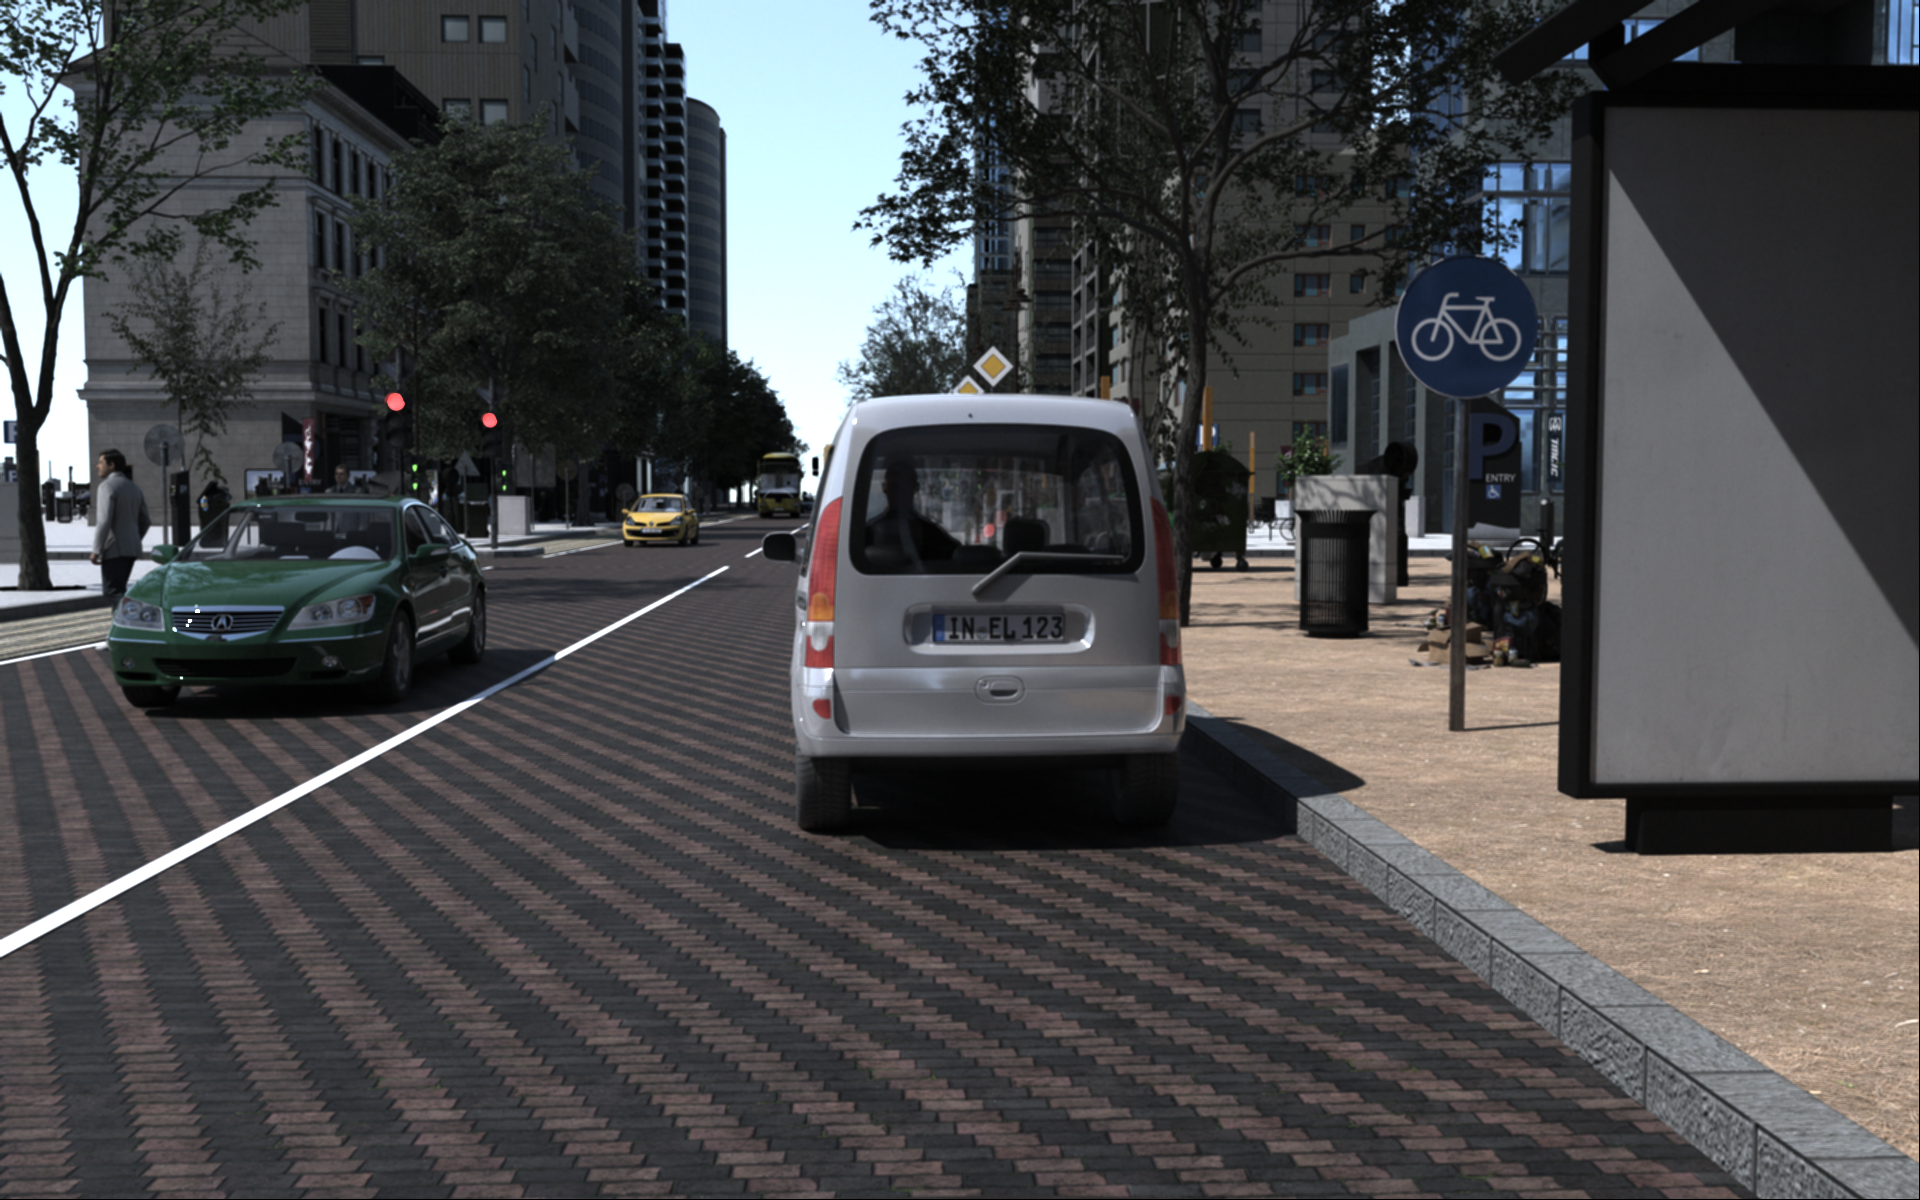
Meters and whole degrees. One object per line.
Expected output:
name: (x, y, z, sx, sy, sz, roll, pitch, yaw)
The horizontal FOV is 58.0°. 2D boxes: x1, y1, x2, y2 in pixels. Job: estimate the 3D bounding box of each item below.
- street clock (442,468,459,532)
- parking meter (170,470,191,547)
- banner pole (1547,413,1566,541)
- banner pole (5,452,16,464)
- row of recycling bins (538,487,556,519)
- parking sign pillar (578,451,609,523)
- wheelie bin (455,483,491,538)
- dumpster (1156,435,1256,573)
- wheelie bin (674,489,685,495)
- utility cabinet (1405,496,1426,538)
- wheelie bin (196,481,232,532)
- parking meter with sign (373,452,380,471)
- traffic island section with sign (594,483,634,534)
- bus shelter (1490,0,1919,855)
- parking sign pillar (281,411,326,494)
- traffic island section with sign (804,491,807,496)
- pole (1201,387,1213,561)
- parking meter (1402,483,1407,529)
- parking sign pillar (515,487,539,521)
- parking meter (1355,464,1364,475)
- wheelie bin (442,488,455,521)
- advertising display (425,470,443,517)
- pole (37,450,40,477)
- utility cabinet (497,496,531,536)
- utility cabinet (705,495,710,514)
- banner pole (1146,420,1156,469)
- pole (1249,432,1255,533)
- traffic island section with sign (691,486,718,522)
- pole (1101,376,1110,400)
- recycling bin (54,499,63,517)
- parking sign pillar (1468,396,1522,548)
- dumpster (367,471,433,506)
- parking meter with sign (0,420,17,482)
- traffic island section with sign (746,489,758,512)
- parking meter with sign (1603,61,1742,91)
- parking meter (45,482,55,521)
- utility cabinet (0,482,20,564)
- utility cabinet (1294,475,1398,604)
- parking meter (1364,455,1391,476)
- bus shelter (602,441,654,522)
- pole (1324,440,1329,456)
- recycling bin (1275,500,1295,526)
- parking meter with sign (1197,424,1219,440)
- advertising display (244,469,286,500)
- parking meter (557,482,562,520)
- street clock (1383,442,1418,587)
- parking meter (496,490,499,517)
street clock: (-14.152, -2.666, 48.163, 0.358, 2.002, 0.471, 2, 4, 24)
parking meter: (-18.933, -2.223, 42.056, 0.255, 1.863, 0.399, 2, 4, 33)
banner pole: (16.294, -3.491, 47.088, 0.401, 3.779, 0.863, -2, 4, -35)
banner pole: (-55.850, -6.858, 102.139, 0.863, 3.779, 0.401, -1, 4, -19)
row of recycling bins: (-21.566, -4.869, 86.728, 1.069, 1.692, 3.534, 2, 4, 24)
parking sign pillar: (-16.284, -5.386, 76.536, 1.447, 3.967, 1.447, 2, 4, 33)
wheelie bin: (-14.130, -2.607, 50.537, 0.980, 1.594, 0.693, -1, 4, -19)
dumpster: (4.041, -1.623, 29.027, 1.502, 2.255, 1.985, 0, 4, -3)
wheelie bin: (-16.193, -5.612, 99.667, 0.693, 1.594, 0.980, -2, 4, -28)
utility cabinet: (13.161, -2.424, 50.801, 0.306, 1.237, 1.020, -2, 4, -34)
wheelie bin: (-17.776, -2.044, 41.327, 0.693, 1.594, 0.980, -1, 4, -10)
parking meter with sign: (-23.371, -4.628, 71.925, 1.738, 3.016, 0.543, -2, 4, -35)
traffic island section with sign: (-12.081, -3.294, 62.486, 1.989, 1.847, 2.006, 0, 4, -3)
bus shelter: (3.085, -0.594, 3.639, 2.014, 3.302, 5.546, 0, 4, -3)
parking sign pillar: (-21.428, -4.166, 56.590, 1.447, 3.967, 1.447, -1, 4, -22)
traffic island section with sign: (-22.261, -14.735, 249.541, 1.989, 1.847, 2.006, 0, 4, -3)
pole: (4.707, -2.393, 32.977, 0.158, 3.312, 0.155, 0, 3, 0)
parking meter: (6.177, -1.000, 24.768, 0.372, 1.533, 0.369, 0, 3, 0)
parking sign pillar: (-20.949, -5.812, 83.500, 1.447, 3.967, 1.447, 2, 4, 28)
parking meter: (7.120, -1.512, 30.430, 0.399, 1.863, 0.255, 1, 4, 23)
wheelie bin: (-16.205, -2.918, 55.625, 0.693, 1.594, 0.980, 1, 4, 21)
advertising display: (-14.007, -2.504, 46.146, 0.123, 1.923, 0.974, -3, 4, -36)
pole: (-42.449, -5.255, 79.757, 0.158, 3.312, 0.155, 0, 3, 0)
utility cabinet: (-13.671, -2.568, 53.152, 1.020, 1.237, 0.306, 1, 4, 20)
utility cabinet: (-16.555, -6.258, 113.476, 0.306, 1.237, 1.020, -1, 4, -10)
banner pole: (6.364, -4.172, 58.229, 0.863, 3.779, 0.401, -3, 4, -36)
pole: (9.554, -3.845, 56.707, 0.158, 3.312, 0.155, 0, 3, 0)
traffic island section with sign: (-13.560, -4.961, 89.734, 1.989, 1.847, 2.006, 0, 4, -3)
pole: (2.516, -2.216, 30.076, 0.158, 3.312, 0.155, 0, 3, 0)
recycling bin: (-50.944, -5.192, 97.439, 0.722, 1.027, 0.722, 3, 5, 45)
parking sign pillar: (12.840, -3.261, 41.783, 1.447, 3.967, 1.447, 0, 4, 7)
dumpster: (-14.353, -2.363, 44.397, 1.264, 1.857, 1.865, 0, 4, -3)
parking meter with sign: (-22.852, -2.785, 41.794, 0.543, 3.016, 1.738, -3, 4, -36)
traffic island section with sign: (-16.311, -8.050, 140.245, 1.989, 1.847, 2.006, 0, 4, -3)
parking meter with sign: (3.386, -0.712, 7.902, 0.543, 3.016, 1.738, 2, 4, 33)
parking meter: (-43.175, -4.676, 82.167, 0.255, 1.863, 0.399, 0, 4, 8)
utility cabinet: (-17.423, -1.401, 31.590, 1.173, 1.500, 0.318, -2, 4, -25)
utility cabinet: (4.540, -0.715, 20.365, 1.173, 1.500, 0.318, 3, 5, 40)
parking meter: (6.295, -1.235, 25.903, 0.255, 1.863, 0.399, -1, 4, -19)
bus shelter: (-16.287, -6.477, 83.535, 2.179, 5.291, 8.768, 0, 4, -3)
pole: (13.911, -4.401, 65.805, 0.158, 3.312, 0.155, 0, 3, 0)
recycling bin: (13.152, -3.490, 69.614, 0.722, 1.027, 0.722, -3, 5, -44)
parking meter with sign: (5.814, -2.825, 42.443, 0.543, 3.016, 1.738, 2, 4, 25)
advertising display: (-17.700, -2.383, 44.168, 0.974, 1.923, 0.123, -1, 4, -17)
parking meter: (-20.067, -4.963, 86.850, 0.255, 1.863, 0.399, -1, 4, -8)
street clock: (6.090, -1.188, 23.986, 0.358, 2.002, 0.471, -2, 4, -24)
parking meter: (-25.859, -5.411, 96.887, 0.372, 1.533, 0.369, 0, 3, 0)
